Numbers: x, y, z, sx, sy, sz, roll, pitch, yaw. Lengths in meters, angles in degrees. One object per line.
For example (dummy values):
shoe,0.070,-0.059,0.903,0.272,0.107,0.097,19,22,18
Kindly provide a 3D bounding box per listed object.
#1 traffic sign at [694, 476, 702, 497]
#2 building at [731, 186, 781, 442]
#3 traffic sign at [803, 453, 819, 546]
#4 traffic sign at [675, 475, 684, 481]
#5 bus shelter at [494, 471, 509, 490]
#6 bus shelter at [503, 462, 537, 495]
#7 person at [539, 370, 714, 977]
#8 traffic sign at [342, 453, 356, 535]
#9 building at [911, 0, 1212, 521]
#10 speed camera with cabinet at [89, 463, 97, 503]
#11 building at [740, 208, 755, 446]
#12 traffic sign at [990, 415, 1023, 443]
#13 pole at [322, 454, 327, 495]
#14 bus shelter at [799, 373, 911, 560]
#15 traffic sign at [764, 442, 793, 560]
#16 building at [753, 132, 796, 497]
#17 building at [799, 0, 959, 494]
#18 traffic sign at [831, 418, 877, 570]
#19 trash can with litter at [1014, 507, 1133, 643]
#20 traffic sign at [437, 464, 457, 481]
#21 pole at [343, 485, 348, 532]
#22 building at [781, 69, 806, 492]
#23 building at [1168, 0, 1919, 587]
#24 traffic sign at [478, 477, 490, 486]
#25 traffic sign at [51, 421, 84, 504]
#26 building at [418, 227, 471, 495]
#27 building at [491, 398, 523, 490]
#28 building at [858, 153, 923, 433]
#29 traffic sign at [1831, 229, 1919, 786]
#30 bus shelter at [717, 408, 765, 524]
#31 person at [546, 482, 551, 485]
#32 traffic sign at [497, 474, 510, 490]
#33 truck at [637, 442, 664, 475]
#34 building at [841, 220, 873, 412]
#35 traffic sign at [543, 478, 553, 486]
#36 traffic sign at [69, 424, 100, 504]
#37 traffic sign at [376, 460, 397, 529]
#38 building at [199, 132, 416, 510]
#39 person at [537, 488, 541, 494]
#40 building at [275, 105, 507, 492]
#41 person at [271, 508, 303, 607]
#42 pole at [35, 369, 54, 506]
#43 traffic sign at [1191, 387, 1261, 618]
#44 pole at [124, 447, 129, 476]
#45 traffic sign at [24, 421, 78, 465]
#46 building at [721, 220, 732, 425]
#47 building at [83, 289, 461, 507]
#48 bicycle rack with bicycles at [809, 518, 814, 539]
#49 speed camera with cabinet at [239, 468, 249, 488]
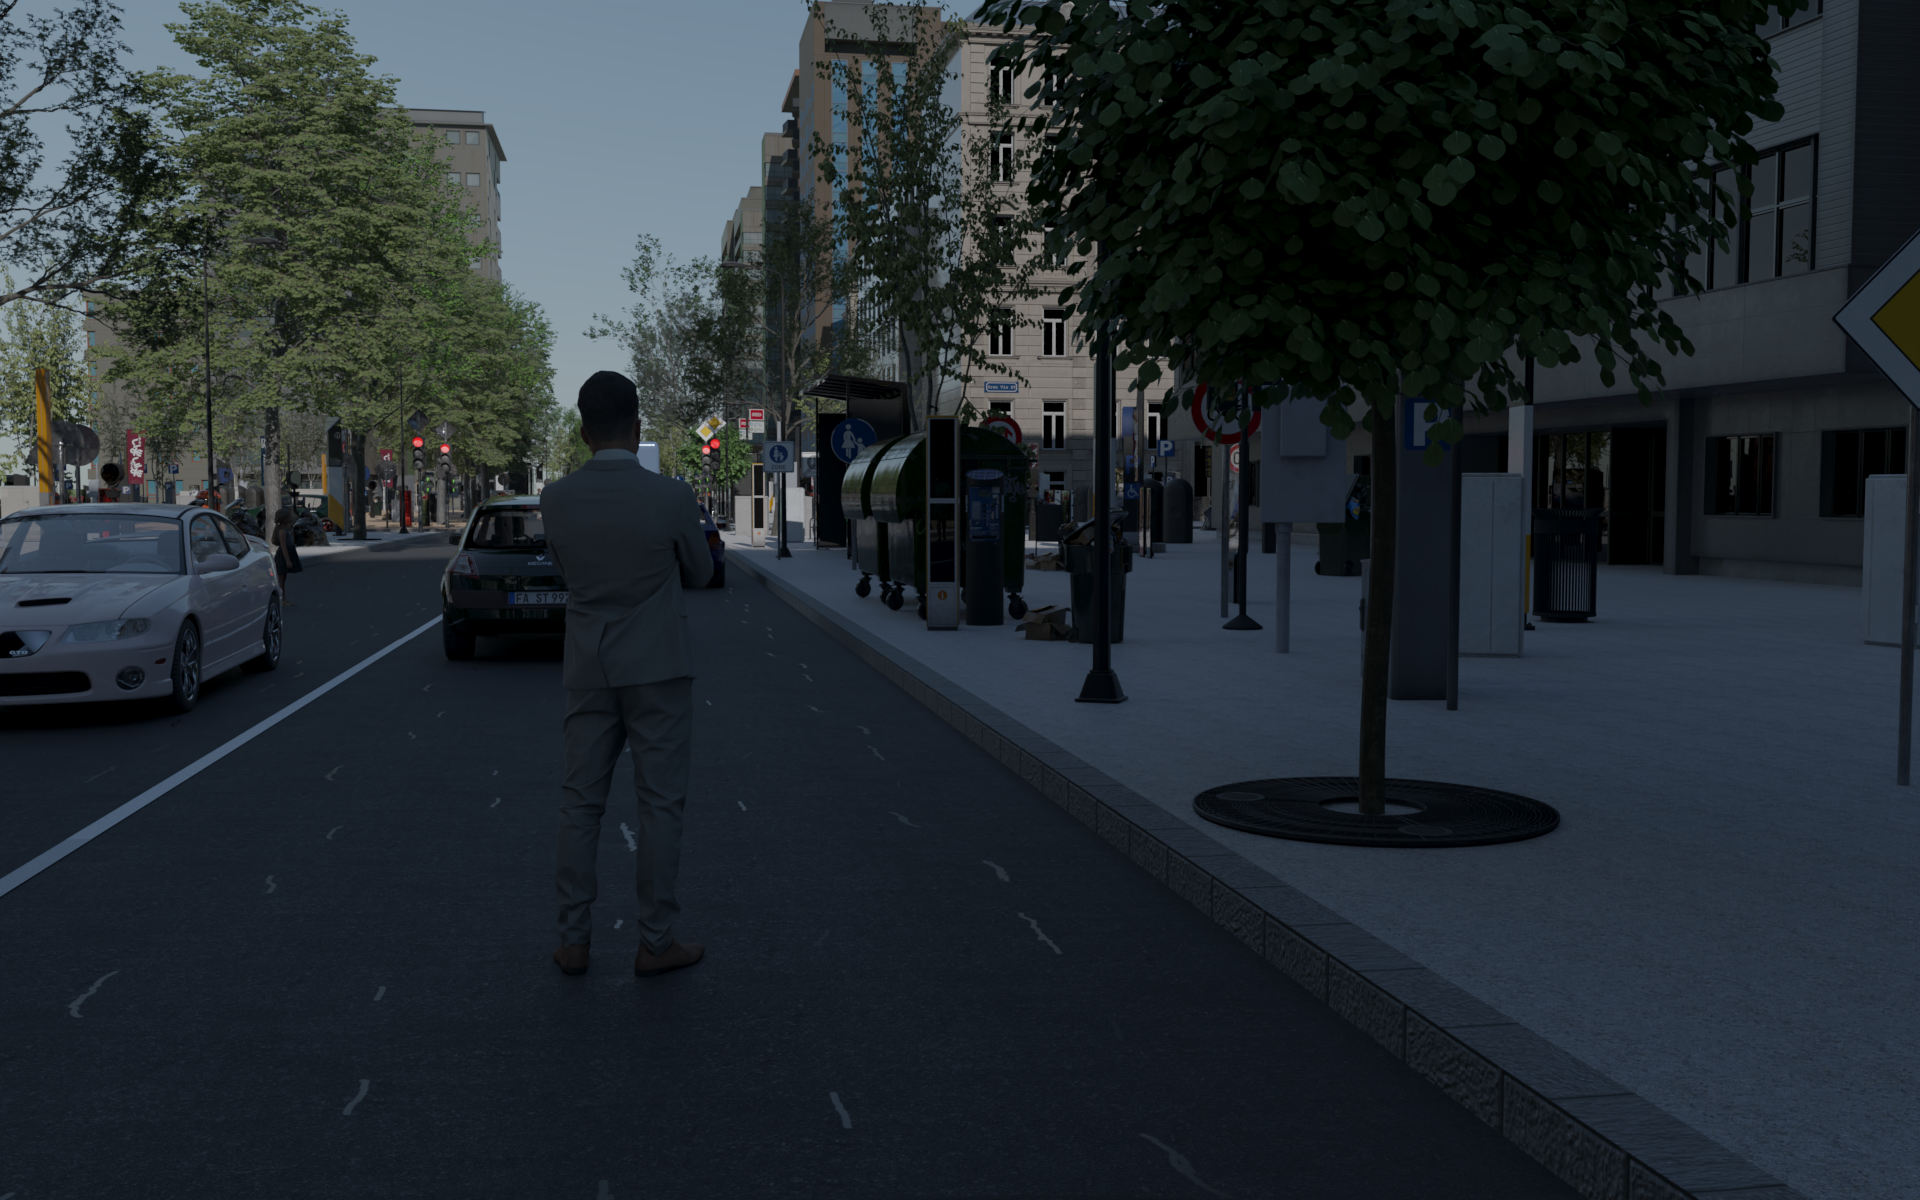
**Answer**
traffic sign,-12.949,-5.299,86.748,0.768,2.556,0.104,0,4,-8
building,-23.673,-39.474,269.107,21.300,48.544,21.600,-1,4,-10
traffic sign,-3.570,-2.469,42.498,0.606,2.300,0.079,0,4,-3
traffic sign,-19.122,-7.214,118.052,0.768,2.556,0.104,-1,4,-9
bus shelter,-33.803,-8.281,129.317,2.014,3.302,5.546,-1,4,-10
bus shelter,-29.517,-8.415,115.221,2.179,5.291,8.768,-1,4,-10
person,-1.009,0.207,5.296,0.511,1.800,0.466,0,4,-5
traffic sign,-19.047,-3.273,53.618,0.768,2.556,0.104,0,4,-3
building,10.913,-17.722,87.022,25.104,27.353,12.463,-1,4,-10
speed camera with cabinet,-55.355,-7.135,110.986,0.660,3.252,2.038,-1,4,-17
building,-24.653,-34.682,250.644,14.154,41.232,14.086,-1,4,-10
traffic sign,0.615,-1.687,27.681,0.768,2.556,0.104,0,4,-7
pole,-32.635,-5.816,88.935,0.158,3.312,0.155,0,3,0
bus shelter,-2.274,-2.795,36.974,1.731,3.624,6.357,-1,4,-10
traffic sign,-3.524,-1.929,33.674,0.606,2.300,0.079,-1,4,-10
building,-15.830,-31.575,199.844,14.154,41.232,14.086,-1,4,-10
building,-6.958,-31.016,157.214,14.600,45.320,14.200,-1,4,-10
traffic sign,-1.788,-1.782,29.243,0.768,2.556,0.104,0,4,-4
trash can with litter,0.968,-0.224,15.058,1.055,1.170,0.624,2,4,32
traffic sign,-20.280,-4.183,68.496,0.768,2.556,0.104,-1,4,-9
pole,-20.410,-3.890,57.451,0.158,3.312,0.155,0,3,0
building,-6.900,-32.107,179.578,22.147,44.769,28.867,-1,4,-10
building,15.405,-13.274,36.098,14.314,24.678,30.058,-1,4,-10
traffic sign,-34.110,-7.587,124.149,0.768,2.556,0.104,-1,4,-10
traffic sign,-15.574,-1.831,30.037,0.768,2.556,0.104,0,4,-3
building,-60.237,-25.258,184.671,14.160,30.474,14.107,-1,4,-10
building,-82.862,-25.925,268.910,27.650,21.520,28.899,-1,4,-10
building,0.278,-15.066,101.084,10.420,20.320,16.860,-1,4,-10
traffic sign,4.158,-0.390,7.566,0.795,2.450,0.064,0,4,-2
bus shelter,-9.793,-6.190,78.831,2.179,5.291,8.768,-1,4,-10
person,-13.119,-2.846,55.215,0.466,1.800,0.511,-1,4,-14
traffic sign,-28.254,-6.555,107.285,0.768,2.556,0.104,0,4,-6
truck,-15.444,-5.696,82.886,2.967,4.110,18.799,-1,4,-11
building,-1.349,-18.822,126.827,14.460,24.649,34.723,-1,4,-10
traffic sign,-33.046,-8.495,139.002,0.768,2.556,0.104,0,4,-2
traffic sign,-16.034,-1.920,31.502,0.768,2.556,0.104,-1,4,-9
traffic sign,-21.280,-3.925,64.283,0.768,2.556,0.104,0,4,-2
building,-53.152,-22.660,142.193,14.160,30.474,14.107,-1,4,-10
person,-23.384,-5.343,96.405,0.362,1.759,0.519,-1,4,-19
building,-78.005,-39.793,239.853,28.713,52.752,27.495,-1,4,-10
person,-8.563,-0.542,22.024,0.373,1.253,0.362,-1,4,-12
pole,-14.949,-2.108,28.316,0.158,3.312,0.155,0,3,0
traffic sign,2.750,-1.090,17.922,0.768,2.556,0.104,0,4,-2
pole,-36.334,-4.999,75.582,0.158,3.312,0.155,0,3,0
traffic sign,-15.994,-1.865,30.490,0.884,2.594,0.081,0,4,-6
building,-28.645,-40.776,290.394,21.300,48.544,21.600,-1,4,-10
building,-62.778,-19.426,162.656,27.650,21.520,28.899,-1,4,-10
bicycle rack with bicycles,-3.230,-2.195,49.271,2.852,0.926,2.925,2,4,34
speed camera with cabinet,-48.740,-7.570,118.103,0.660,3.252,2.038,-2,4,-25
